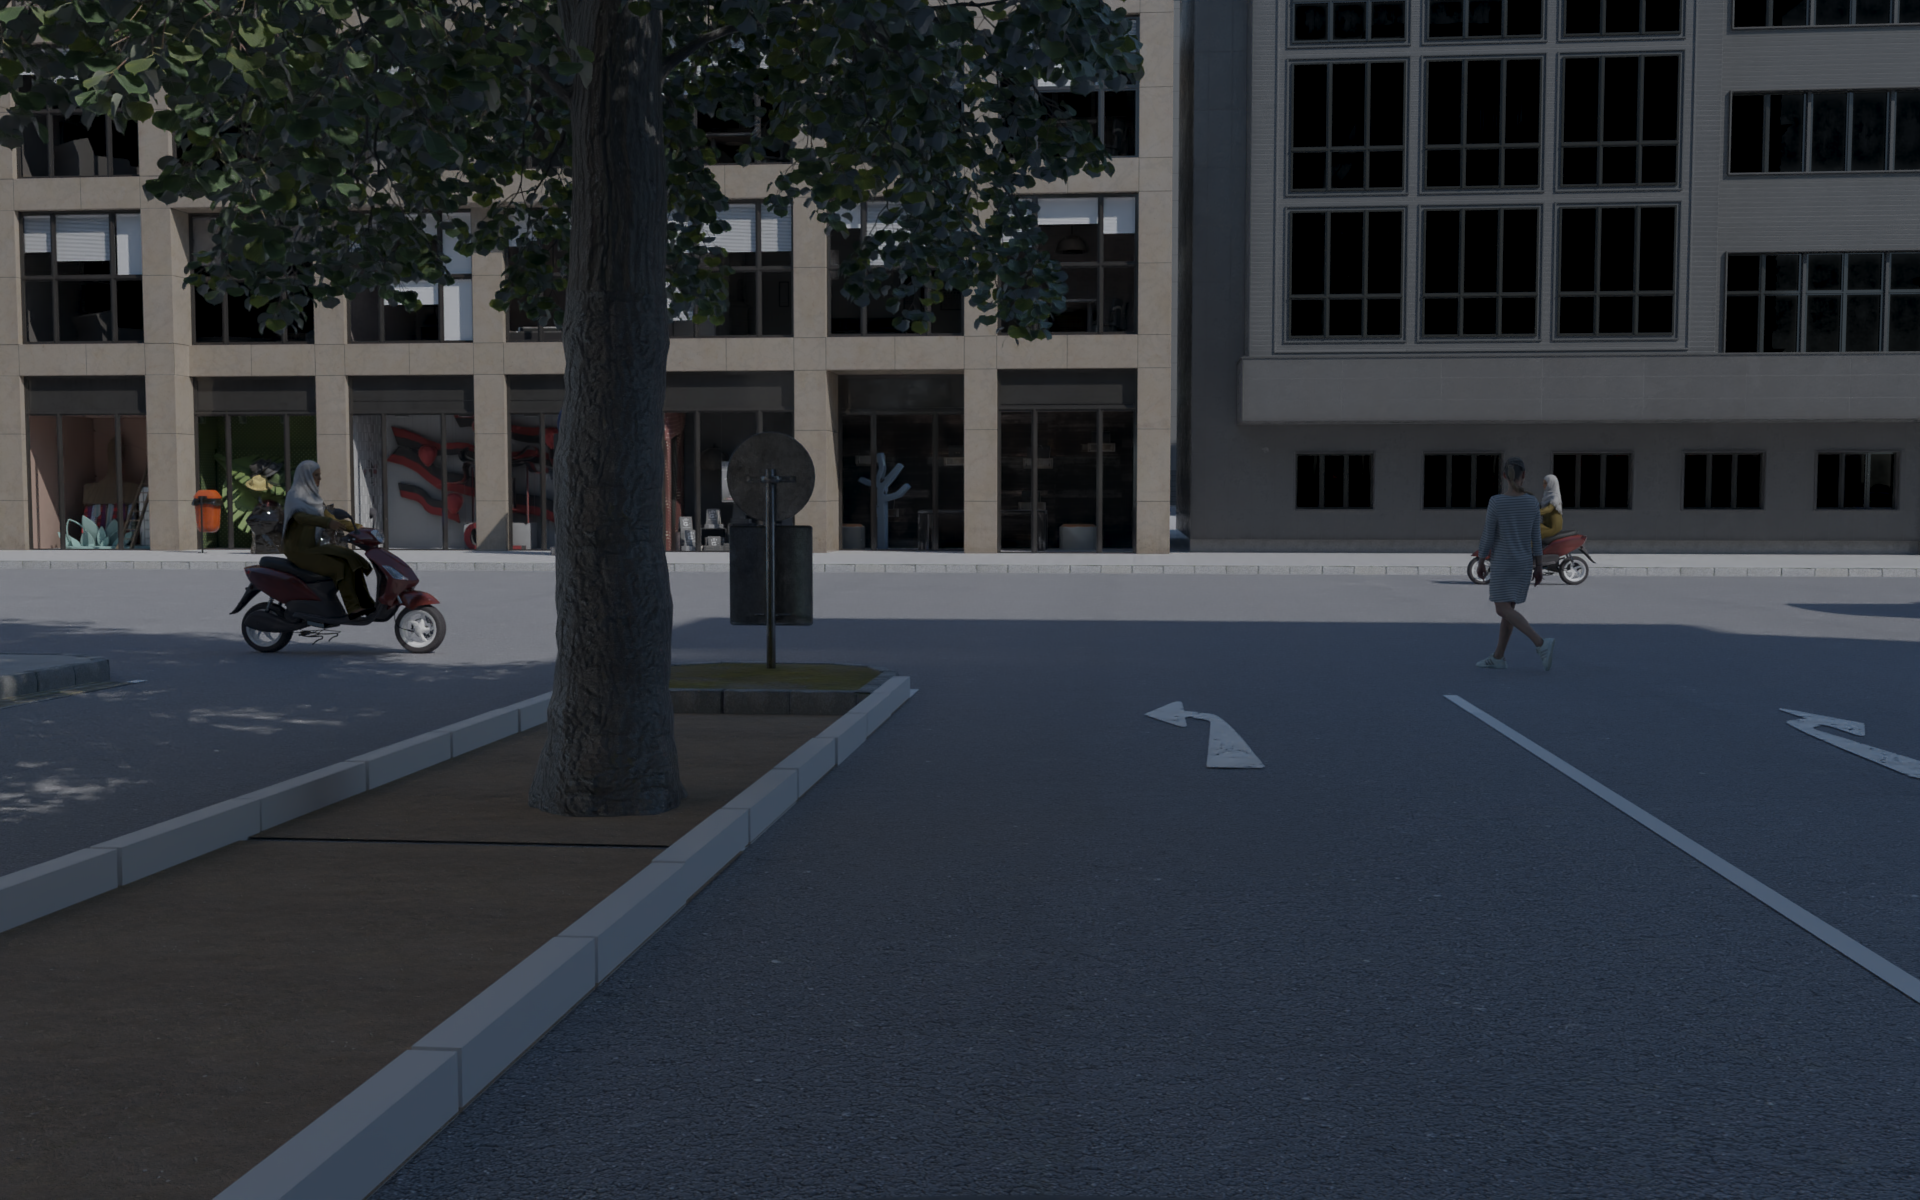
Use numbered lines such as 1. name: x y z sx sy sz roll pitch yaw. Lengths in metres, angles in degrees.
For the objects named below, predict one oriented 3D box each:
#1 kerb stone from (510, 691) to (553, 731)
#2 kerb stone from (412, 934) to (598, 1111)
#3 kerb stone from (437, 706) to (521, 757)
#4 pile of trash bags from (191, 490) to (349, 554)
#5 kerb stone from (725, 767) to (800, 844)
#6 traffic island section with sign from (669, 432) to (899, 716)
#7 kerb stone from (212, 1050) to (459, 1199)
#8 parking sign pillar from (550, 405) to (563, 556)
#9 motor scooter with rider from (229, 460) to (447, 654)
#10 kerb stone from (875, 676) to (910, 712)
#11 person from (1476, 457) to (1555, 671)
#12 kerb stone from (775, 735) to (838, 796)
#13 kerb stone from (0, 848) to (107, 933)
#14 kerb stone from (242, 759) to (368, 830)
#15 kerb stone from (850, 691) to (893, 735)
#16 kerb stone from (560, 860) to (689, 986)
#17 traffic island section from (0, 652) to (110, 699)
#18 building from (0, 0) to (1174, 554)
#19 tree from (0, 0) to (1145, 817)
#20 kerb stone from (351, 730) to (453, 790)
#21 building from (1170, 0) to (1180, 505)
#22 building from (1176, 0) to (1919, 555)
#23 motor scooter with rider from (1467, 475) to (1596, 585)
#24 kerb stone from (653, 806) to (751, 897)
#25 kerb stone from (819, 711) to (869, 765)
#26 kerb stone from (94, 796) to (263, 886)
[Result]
1. kerb stone: -2.640 0.695 10.872 0.120 0.150 1.000 0 4 6
2. kerb stone: -1.165 1.081 4.518 0.120 0.150 1.000 0 4 6
3. kerb stone: -2.749 0.755 9.853 0.120 0.150 1.000 0 4 6
4. pile of trash bags: -15.011 -1.706 37.639 3.447 1.369 1.912 0 4 5
5. kerb stone: -0.866 0.895 7.577 0.120 0.150 1.000 0 4 6
6. traffic island section with sign: -1.457 -0.246 12.152 2.006 1.907 1.989 0 4 6
7. kerb stone: -1.265 1.144 3.498 0.120 0.150 1.000 0 4 6
8. parking sign pillar: -7.891 -2.930 36.374 1.447 3.967 1.447 3 4 37
9. motor scooter with rider: -5.615 -0.404 15.562 1.986 1.779 0.876 0 4 4
10. kerb stone: -0.460 0.643 11.679 0.120 0.150 1.000 0 4 6
11. person: 4.522 -0.293 14.035 0.466 1.731 0.760 -3 5 -41
12. kerb stone: -0.766 0.831 8.613 0.120 0.150 1.000 0 4 6
13. kerb stone: -3.157 1.005 5.773 0.120 0.150 1.000 0 4 6
14. kerb stone: -2.958 0.883 7.812 0.120 0.150 1.000 0 4 6
15. kerb stone: -0.553 0.706 10.659 0.120 0.150 1.000 0 4 6
16. kerb stone: -1.063 1.021 5.537 0.120 0.150 1.000 0 4 6
17. traffic island section: -7.622 0.597 12.524 2.009 0.180 2.903 0 4 6
18. building: -11.507 -14.851 47.331 34.151 26.468 19.350 0 4 6
19. tree: -1.623 -6.027 7.646 9.857 13.997 8.962 0 3 0
20. kerb stone: -2.852 0.817 8.830 0.120 0.150 1.000 0 4 6
21. building: 13.182 -40.553 205.047 28.212 58.520 21.231 0 4 6
22. building: 20.403 -13.578 41.073 30.058 24.678 14.314 0 4 6
23. motor scooter with rider: 9.023 -1.124 27.345 1.986 1.779 0.876 0 4 4
24. kerb stone: -0.970 0.956 6.557 0.120 0.150 1.000 0 4 6
25. kerb stone: -0.654 0.768 9.631 0.120 0.150 1.000 0 4 6
26. kerb stone: -3.053 0.942 6.792 0.120 0.150 1.000 0 4 6
